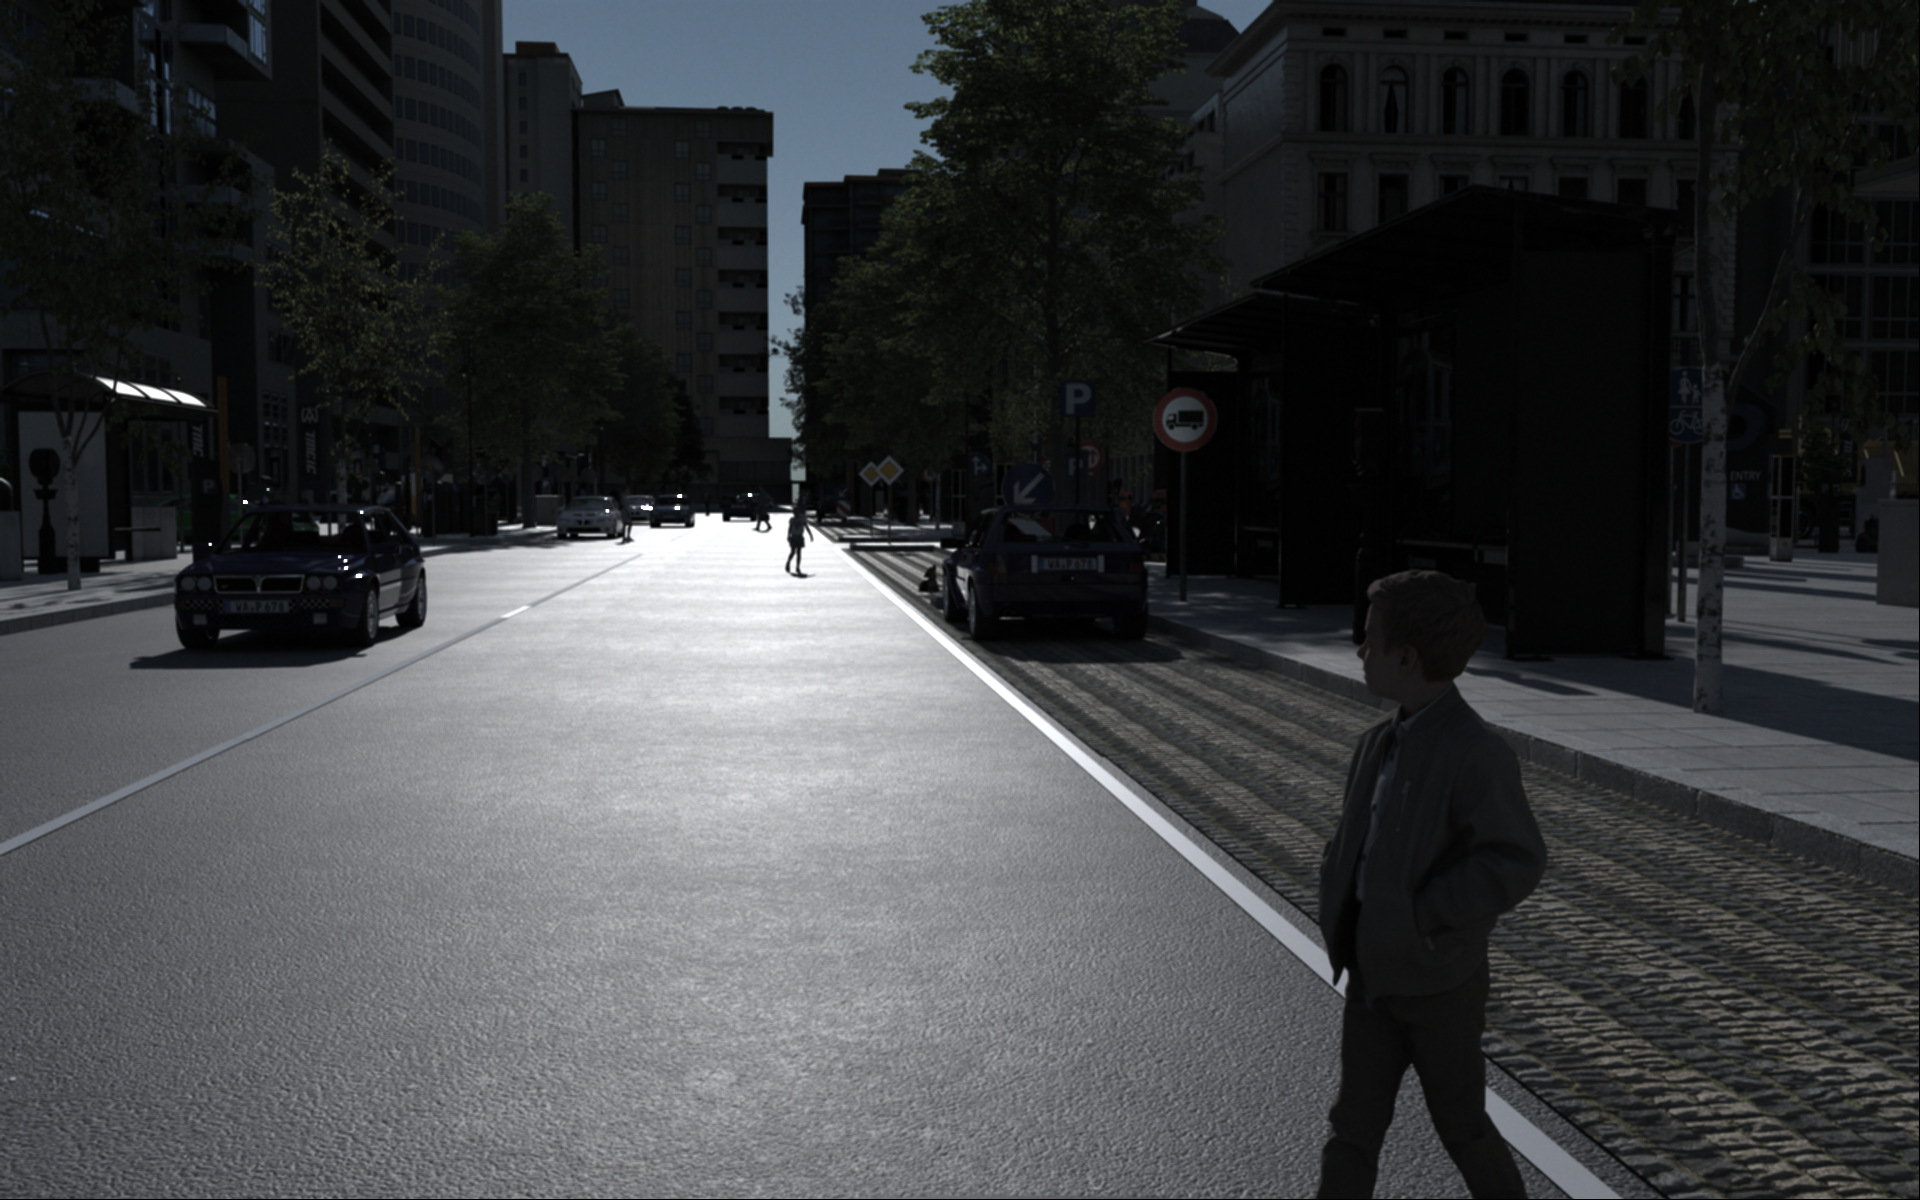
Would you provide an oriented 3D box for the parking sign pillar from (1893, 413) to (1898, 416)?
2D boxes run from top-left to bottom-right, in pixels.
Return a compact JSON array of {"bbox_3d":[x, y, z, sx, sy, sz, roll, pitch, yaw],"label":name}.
[{"bbox_3d":[31.500,-4.273,58.328,1.447,3.967,1.447,1,4,20],"label":"parking sign pillar"}]

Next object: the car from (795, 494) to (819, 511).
[{"bbox_3d":[-11.404,-7.380,130.454,2.009,1.686,4.222,0,4,-7],"label":"car"}]

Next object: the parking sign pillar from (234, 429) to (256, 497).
[{"bbox_3d":[-29.673,-5.107,71.978,1.447,3.967,1.447,0,4,-4],"label":"parking sign pillar"}]

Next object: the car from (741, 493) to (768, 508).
[{"bbox_3d":[-13.054,-6.108,108.665,1.959,1.807,4.718,0,4,-5],"label":"car"}]

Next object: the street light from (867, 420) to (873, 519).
[{"bbox_3d":[-4.490,-7.013,87.444,0.468,5.910,1.993,0,4,-6],"label":"street light"}]

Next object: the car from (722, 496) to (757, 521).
[{"bbox_3d":[-11.810,-4.921,93.036,1.945,1.354,3.894,0,4,-4],"label":"car"}]

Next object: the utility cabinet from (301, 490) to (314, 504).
[{"bbox_3d":[-37.802,-5.606,100.336,0.318,1.500,1.173,0,4,-2],"label":"utility cabinet"}]

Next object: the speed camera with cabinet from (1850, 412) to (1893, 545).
[{"bbox_3d":[22.436,-2.956,42.660,0.660,3.252,2.038,1,4,19],"label":"speed camera with cabinet"}]

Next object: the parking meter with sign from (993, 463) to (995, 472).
[{"bbox_3d":[2.736,-6.100,95.988,1.738,3.016,0.543,-1,4,-17],"label":"parking meter with sign"}]

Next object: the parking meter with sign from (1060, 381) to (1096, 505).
[{"bbox_3d":[1.866,-1.920,27.645,0.543,3.016,1.738,0,4,3],"label":"parking meter with sign"}]

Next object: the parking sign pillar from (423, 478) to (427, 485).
[{"bbox_3d":[-38.018,-8.233,123.081,1.447,3.967,1.447,0,4,4],"label":"parking sign pillar"}]

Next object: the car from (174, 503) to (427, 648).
[{"bbox_3d":[-6.519,-0.294,17.381,1.945,1.354,3.894,0,4,-7],"label":"car"}]

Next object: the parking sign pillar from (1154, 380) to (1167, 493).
[{"bbox_3d":[5.004,-3.253,41.663,1.447,3.967,1.447,1,4,18],"label":"parking sign pillar"}]

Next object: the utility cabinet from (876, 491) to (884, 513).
[{"bbox_3d":[-5.793,-6.698,118.193,1.173,1.500,0.318,0,4,1],"label":"utility cabinet"}]

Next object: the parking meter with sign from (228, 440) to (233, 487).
[{"bbox_3d":[-24.382,-3.642,55.800,1.738,3.016,0.543,-3,5,-44],"label":"parking meter with sign"}]

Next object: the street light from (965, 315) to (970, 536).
[{"bbox_3d":[0.180,-4.343,43.799,0.468,5.910,1.993,0,4,-6],"label":"street light"}]

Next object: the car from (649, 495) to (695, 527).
[{"bbox_3d":[-12.606,-3.916,76.027,2.014,1.417,4.499,0,4,-5],"label":"car"}]

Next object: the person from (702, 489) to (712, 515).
[{"bbox_3d":[-17.003,-6.562,116.190,0.661,1.777,0.834,1,4,17],"label":"person"}]

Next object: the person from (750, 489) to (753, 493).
[{"bbox_3d":[-14.186,-6.678,118.025,0.374,1.781,0.599,1,4,13],"label":"person"}]

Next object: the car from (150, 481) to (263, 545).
[{"bbox_3d":[-19.363,-2.250,45.591,4.718,1.807,1.959,0,4,-6],"label":"car"}]

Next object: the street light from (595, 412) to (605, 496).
[{"bbox_3d":[-18.533,-7.132,89.398,0.468,5.910,1.993,0,4,-6],"label":"street light"}]

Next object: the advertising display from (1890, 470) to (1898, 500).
[{"bbox_3d":[24.772,-2.514,46.325,0.974,1.923,0.123,-3,4,-36],"label":"advertising display"}]

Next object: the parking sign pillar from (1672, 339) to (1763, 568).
[{"bbox_3d":[13.101,-2.575,30.571,1.447,3.967,1.447,3,5,40],"label":"parking sign pillar"}]

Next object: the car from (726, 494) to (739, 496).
[{"bbox_3d":[-25.201,-11.179,191.572,1.959,1.807,4.718,0,4,-5],"label":"car"}]

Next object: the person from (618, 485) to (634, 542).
[{"bbox_3d":[-10.055,-2.607,52.121,0.522,1.701,0.512,-1,4,-15],"label":"person"}]

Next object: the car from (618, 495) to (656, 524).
[{"bbox_3d":[-15.282,-4.288,82.472,2.083,1.381,4.827,0,4,-6],"label":"car"}]

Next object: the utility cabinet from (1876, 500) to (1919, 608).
[{"bbox_3d":[10.916,-0.521,19.677,0.306,1.237,1.020,-1,4,-13],"label":"utility cabinet"}]

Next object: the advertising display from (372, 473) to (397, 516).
[{"bbox_3d":[-17.494,-2.902,52.665,0.123,1.923,0.974,1,4,20],"label":"advertising display"}]

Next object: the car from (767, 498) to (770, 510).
[{"bbox_3d":[-18.108,-8.785,155.638,2.014,1.417,4.499,0,4,-5],"label":"car"}]

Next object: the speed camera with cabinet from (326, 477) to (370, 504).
[{"bbox_3d":[-30.613,-5.647,86.657,2.038,3.252,0.660,-2,4,-30],"label":"speed camera with cabinet"}]

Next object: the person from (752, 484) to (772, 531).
[{"bbox_3d":[-7.752,-3.617,67.735,0.767,1.812,0.694,1,4,8],"label":"person"}]

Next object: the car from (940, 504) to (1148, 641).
[{"bbox_3d":[0.810,-0.346,18.237,1.945,1.354,3.894,0,4,-6],"label":"car"}]

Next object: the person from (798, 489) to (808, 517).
[{"bbox_3d":[-8.232,-4.970,90.602,0.563,1.720,0.643,-3,4,-36],"label":"person"}]

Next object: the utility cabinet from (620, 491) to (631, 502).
[{"bbox_3d":[-20.959,-6.104,108.485,0.318,1.500,1.173,0,4,6],"label":"utility cabinet"}]

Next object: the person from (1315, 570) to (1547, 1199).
[{"bbox_3d":[0.800,0.599,2.975,0.640,1.303,0.475,-2,4,-35],"label":"person"}]

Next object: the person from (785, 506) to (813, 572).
[{"bbox_3d":[-2.959,-1.122,31.856,0.505,1.210,0.382,0,4,-7],"label":"person"}]

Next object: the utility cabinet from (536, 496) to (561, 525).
[{"bbox_3d":[-16.948,-3.680,71.335,1.020,1.237,0.306,-1,4,-14],"label":"utility cabinet"}]

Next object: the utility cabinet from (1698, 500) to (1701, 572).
[{"bbox_3d":[12.153,-1.033,28.059,0.306,1.237,1.020,2,4,26],"label":"utility cabinet"}]

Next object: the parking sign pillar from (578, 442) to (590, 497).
[{"bbox_3d":[-18.123,-5.814,83.536,1.447,3.967,1.447,0,4,-7],"label":"parking sign pillar"}]

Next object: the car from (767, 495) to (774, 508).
[{"bbox_3d":[-20.492,-10.291,180.611,2.083,1.381,4.827,0,4,-5],"label":"car"}]

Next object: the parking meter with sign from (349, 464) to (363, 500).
[{"bbox_3d":[-34.943,-6.384,100.634,0.543,3.016,1.738,-3,5,-42],"label":"parking meter with sign"}]

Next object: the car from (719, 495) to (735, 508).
[{"bbox_3d":[-23.599,-10.046,176.828,1.945,1.354,3.894,0,4,-5],"label":"car"}]

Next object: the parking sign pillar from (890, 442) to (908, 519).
[{"bbox_3d":[-2.873,-6.162,89.225,1.447,3.967,1.447,0,4,-2],"label":"parking sign pillar"}]

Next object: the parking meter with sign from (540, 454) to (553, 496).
[{"bbox_3d":[-17.944,-4.818,75.039,0.543,3.016,1.738,-1,4,-10],"label":"parking meter with sign"}]

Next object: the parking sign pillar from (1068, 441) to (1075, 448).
[{"bbox_3d":[5.702,-6.027,87.012,1.447,3.967,1.447,-2,4,-28],"label":"parking sign pillar"}]

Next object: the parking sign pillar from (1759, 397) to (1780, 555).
[{"bbox_3d":[16.723,-2.964,36.935,1.447,3.967,1.447,-2,4,-34],"label":"parking sign pillar"}]

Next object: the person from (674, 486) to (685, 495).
[{"bbox_3d":[-14.026,-4.765,86.514,0.694,1.812,0.767,-1,4,-23],"label":"person"}]

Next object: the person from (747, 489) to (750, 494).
[{"bbox_3d":[-13.675,-6.341,112.408,0.478,1.798,0.641,1,4,11],"label":"person"}]

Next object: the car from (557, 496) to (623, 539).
[{"bbox_3d":[-12.148,-2.744,57.226,2.083,1.381,4.827,0,4,-5],"label":"car"}]

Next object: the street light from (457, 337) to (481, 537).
[{"bbox_3d":[-14.447,-4.790,51.101,0.468,5.910,1.993,0,4,-6],"label":"street light"}]

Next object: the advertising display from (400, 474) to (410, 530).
[{"bbox_3d":[-17.833,-3.086,55.673,0.123,1.923,0.974,-2,4,-26],"label":"advertising display"}]
